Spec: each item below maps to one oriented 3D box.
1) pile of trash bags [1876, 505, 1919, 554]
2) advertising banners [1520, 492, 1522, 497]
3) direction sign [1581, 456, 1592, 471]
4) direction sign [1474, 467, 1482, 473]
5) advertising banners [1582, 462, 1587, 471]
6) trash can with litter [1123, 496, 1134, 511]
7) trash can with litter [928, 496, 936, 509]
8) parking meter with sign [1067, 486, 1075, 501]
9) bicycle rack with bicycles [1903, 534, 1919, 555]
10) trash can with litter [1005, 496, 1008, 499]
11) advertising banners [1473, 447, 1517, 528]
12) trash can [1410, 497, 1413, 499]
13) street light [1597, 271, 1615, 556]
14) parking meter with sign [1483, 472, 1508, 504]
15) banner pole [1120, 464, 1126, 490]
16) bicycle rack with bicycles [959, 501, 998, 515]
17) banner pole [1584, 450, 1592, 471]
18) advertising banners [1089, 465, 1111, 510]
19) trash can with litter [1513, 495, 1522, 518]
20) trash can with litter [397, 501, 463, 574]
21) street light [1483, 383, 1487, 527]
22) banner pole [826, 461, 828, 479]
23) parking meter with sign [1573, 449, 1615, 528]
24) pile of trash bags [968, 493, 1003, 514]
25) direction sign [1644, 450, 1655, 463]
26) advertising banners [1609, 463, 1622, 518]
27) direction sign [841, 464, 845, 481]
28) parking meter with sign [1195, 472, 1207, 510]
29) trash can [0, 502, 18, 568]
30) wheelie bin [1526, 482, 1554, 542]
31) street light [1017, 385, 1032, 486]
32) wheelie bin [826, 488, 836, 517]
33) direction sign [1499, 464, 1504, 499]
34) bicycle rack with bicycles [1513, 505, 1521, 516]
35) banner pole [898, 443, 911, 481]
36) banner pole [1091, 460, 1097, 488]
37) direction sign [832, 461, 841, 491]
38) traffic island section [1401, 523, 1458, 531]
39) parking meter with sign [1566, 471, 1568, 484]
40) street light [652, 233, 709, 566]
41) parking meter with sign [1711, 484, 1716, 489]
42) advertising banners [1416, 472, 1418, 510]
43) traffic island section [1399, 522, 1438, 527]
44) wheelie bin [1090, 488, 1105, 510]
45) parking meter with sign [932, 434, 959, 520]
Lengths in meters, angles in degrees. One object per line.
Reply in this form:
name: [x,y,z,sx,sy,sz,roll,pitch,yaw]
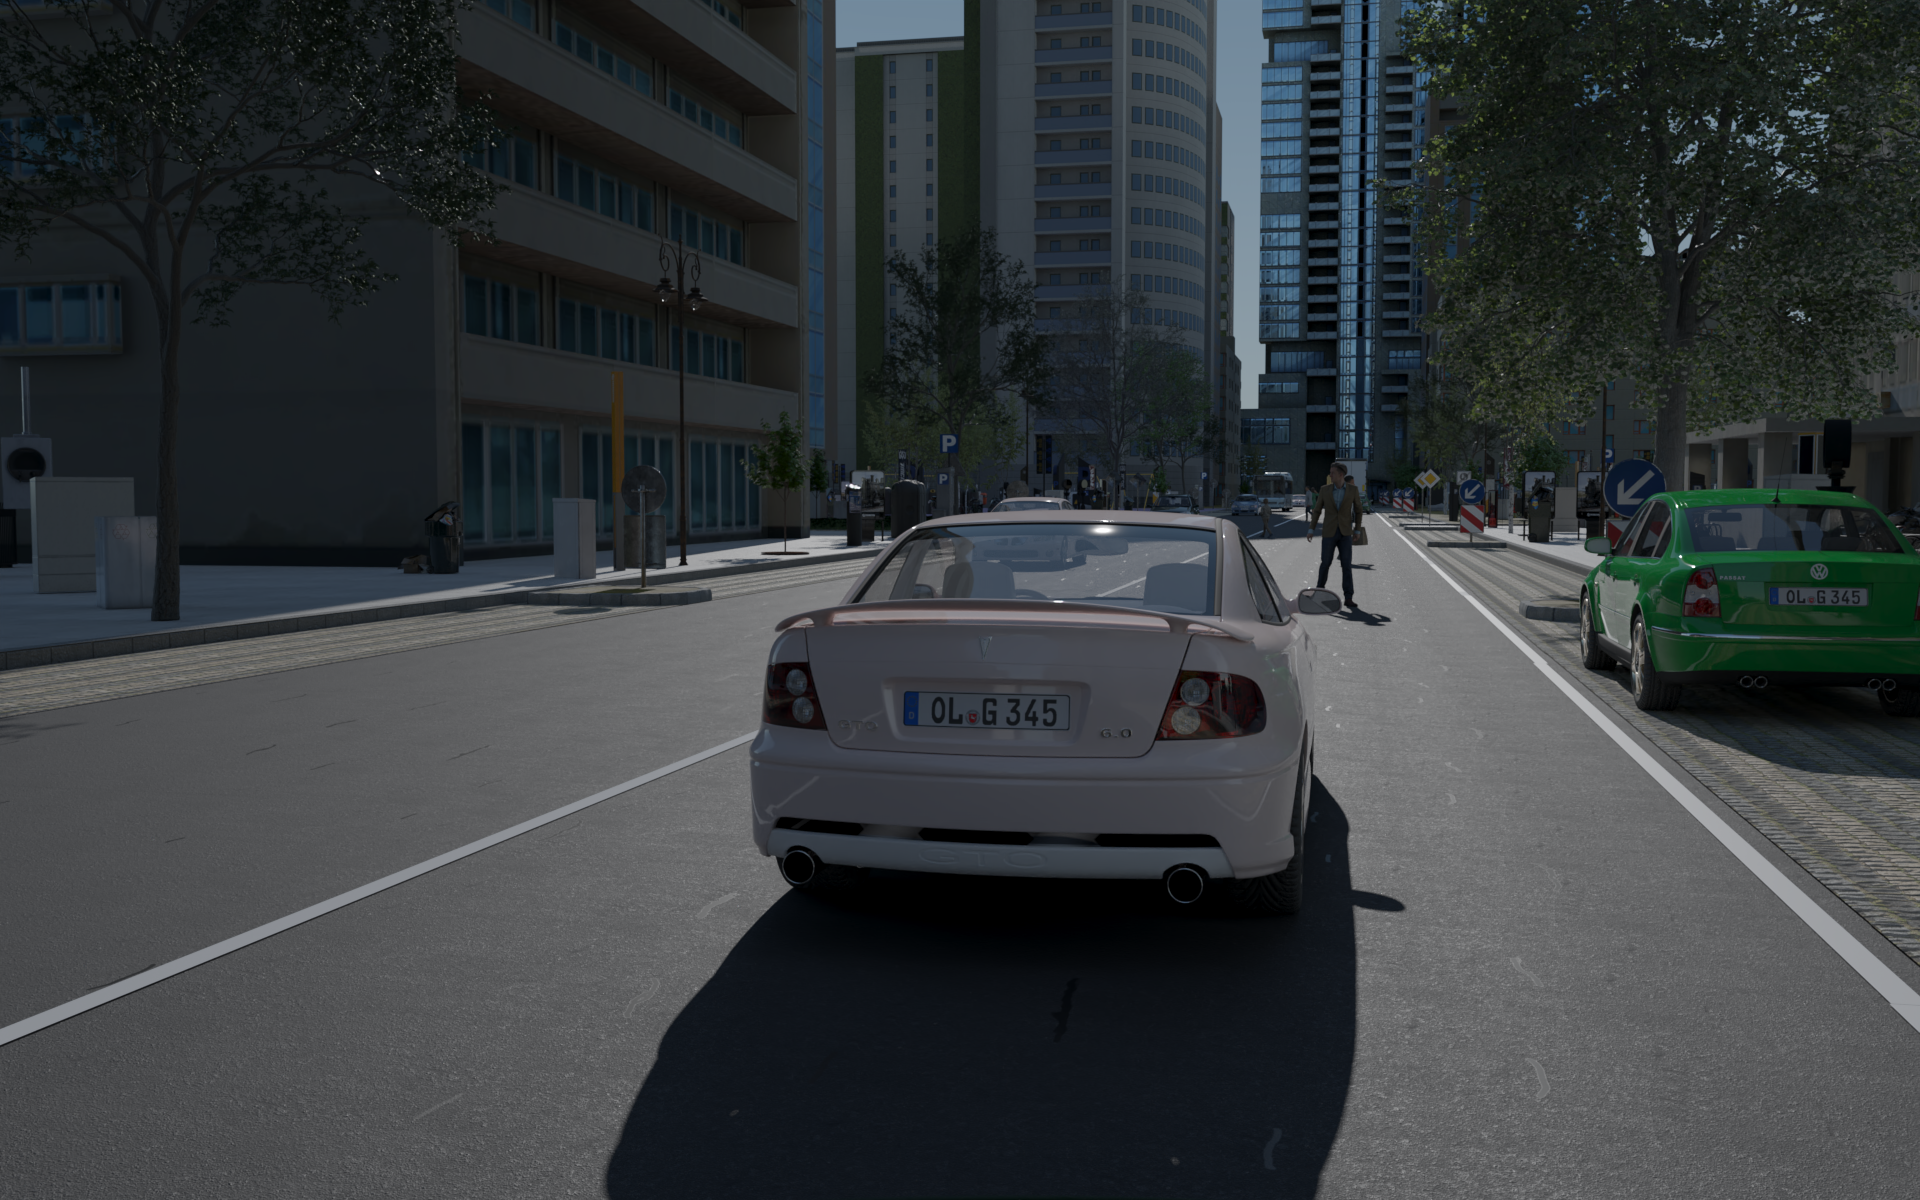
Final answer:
pile of trash bags: [17.923,-1.277,30.625,3.447,1.369,1.912,1,4,20]
advertising banners: [37.260,-7.345,116.276,2.074,3.025,0.090,-2,4,-27]
direction sign: [37.203,-6.783,102.898,0.379,3.537,0.876,-2,4,-24]
direction sign: [42.389,-9.191,142.274,0.876,3.537,0.379,0,4,4]
advertising banners: [33.531,-6.015,94.537,0.090,3.025,2.074,-2,4,-26]
trash can with litter: [9.655,-5.239,97.046,1.055,1.170,0.624,3,5,41]
trash can with litter: [-1.168,-4.967,92.600,0.624,1.170,1.055,2,4,35]
parking meter with sign: [9.919,-9.679,154.513,1.738,3.016,0.543,1,4,18]
bicycle rack with bicycles: [15.053,-0.934,28.651,2.852,0.926,2.925,-1,4,-14]
trash can with litter: [4.334,-8.666,153.075,1.055,1.170,0.624,-3,5,-41]
advertising banners: [20.177,-4.244,65.576,0.090,3.025,2.074,-2,4,-27]
trash can: [38.490,-8.275,146.947,0.748,1.137,0.748,0,3,0]
street light: [13.268,-3.844,35.644,0.468,5.910,1.993,1,4,13]
parking meter with sign: [34.324,-7.056,111.631,1.738,3.016,0.543,2,4,25]
banner pole: [11.764,-8.372,126.892,0.863,3.779,0.401,0,4,-3]
bicycle rack with bicycles: [1.115,-4.812,92.055,2.852,0.926,2.925,0,4,-4]
banner pole: [35.380,-6.578,97.574,0.401,3.779,0.863,-1,4,-14]
advertising banners: [8.564,-6.717,106.011,2.074,3.025,0.090,-3,5,-45]
trash can with litter: [30.166,-4.955,92.073,2.233,1.210,1.678,1,4,18]
trash can with litter: [-8.547,-1.009,27.879,1.055,1.170,0.624,1,4,11]
street light: [20.577,-5.811,67.804,0.468,5.910,1.993,1,4,13]
banner pole: [-10.088,-8.645,131.365,0.401,3.779,0.863,0,4,-3]
parking meter with sign: [24.186,-4.264,65.975,1.738,3.016,0.543,-3,4,-37]
pile of trash bags: [0.818,-5.369,97.538,3.447,1.369,1.912,1,4,20]
direction sign: [35.627,-5.946,89.215,0.876,3.537,0.379,3,5,41]
advertising banners: [35.349,-5.929,93.128,2.074,3.025,0.090,-3,5,-40]
direction sign: [-9.031,-8.429,129.804,0.876,3.537,0.379,-1,4,-14]
parking meter with sign: [19.328,-8.786,139.905,0.543,3.016,1.738,-1,4,-17]
trash can: [-16.726,-1.127,30.079,0.748,1.137,0.748,0,3,0]
wheelie bin: [15.426,-2.334,46.075,0.693,1.594,0.980,1,4,17]
street light: [2.465,-5.547,63.477,0.468,5.910,1.993,1,4,13]
wheelie bin: [-7.074,-5.210,93.097,0.693,1.594,0.980,-3,4,-36]
direction sign: [41.344,-8.544,131.696,0.876,3.537,0.379,-1,4,-20]
bicycle rack with bicycles: [31.745,-5.390,101.504,2.852,0.926,2.925,0,4,1]
banner pole: [-2.687,-5.809,84.987,0.863,3.779,0.401,-2,4,-31]
banner pole: [10.000,-8.494,128.894,0.401,3.779,0.863,3,5,40]
direction sign: [-7.433,-6.716,101.805,0.379,3.537,0.876,0,4,5]
traffic island section: [18.657,-2.841,68.727,2.009,0.180,2.903,1,4,13]
parking meter with sign: [47.520,-8.370,133.112,1.738,3.016,0.543,1,4,22]
street light: [-4.972,-3.557,30.952,0.468,5.910,1.993,1,4,13]
parking meter with sign: [54.741,-7.957,126.353,1.738,3.016,0.543,3,5,44]
advertising banners: [35.828,-8.545,135.901,0.090,3.025,2.074,1,4,19]
traffic island section: [20.435,-3.317,76.512,2.009,0.180,2.903,1,4,13]
wheelie bin: [6.792,-4.751,85.587,0.693,1.594,0.980,1,4,8]
parking meter with sign: [-0.448,-3.264,49.624,0.543,3.016,1.738,1,4,9]
